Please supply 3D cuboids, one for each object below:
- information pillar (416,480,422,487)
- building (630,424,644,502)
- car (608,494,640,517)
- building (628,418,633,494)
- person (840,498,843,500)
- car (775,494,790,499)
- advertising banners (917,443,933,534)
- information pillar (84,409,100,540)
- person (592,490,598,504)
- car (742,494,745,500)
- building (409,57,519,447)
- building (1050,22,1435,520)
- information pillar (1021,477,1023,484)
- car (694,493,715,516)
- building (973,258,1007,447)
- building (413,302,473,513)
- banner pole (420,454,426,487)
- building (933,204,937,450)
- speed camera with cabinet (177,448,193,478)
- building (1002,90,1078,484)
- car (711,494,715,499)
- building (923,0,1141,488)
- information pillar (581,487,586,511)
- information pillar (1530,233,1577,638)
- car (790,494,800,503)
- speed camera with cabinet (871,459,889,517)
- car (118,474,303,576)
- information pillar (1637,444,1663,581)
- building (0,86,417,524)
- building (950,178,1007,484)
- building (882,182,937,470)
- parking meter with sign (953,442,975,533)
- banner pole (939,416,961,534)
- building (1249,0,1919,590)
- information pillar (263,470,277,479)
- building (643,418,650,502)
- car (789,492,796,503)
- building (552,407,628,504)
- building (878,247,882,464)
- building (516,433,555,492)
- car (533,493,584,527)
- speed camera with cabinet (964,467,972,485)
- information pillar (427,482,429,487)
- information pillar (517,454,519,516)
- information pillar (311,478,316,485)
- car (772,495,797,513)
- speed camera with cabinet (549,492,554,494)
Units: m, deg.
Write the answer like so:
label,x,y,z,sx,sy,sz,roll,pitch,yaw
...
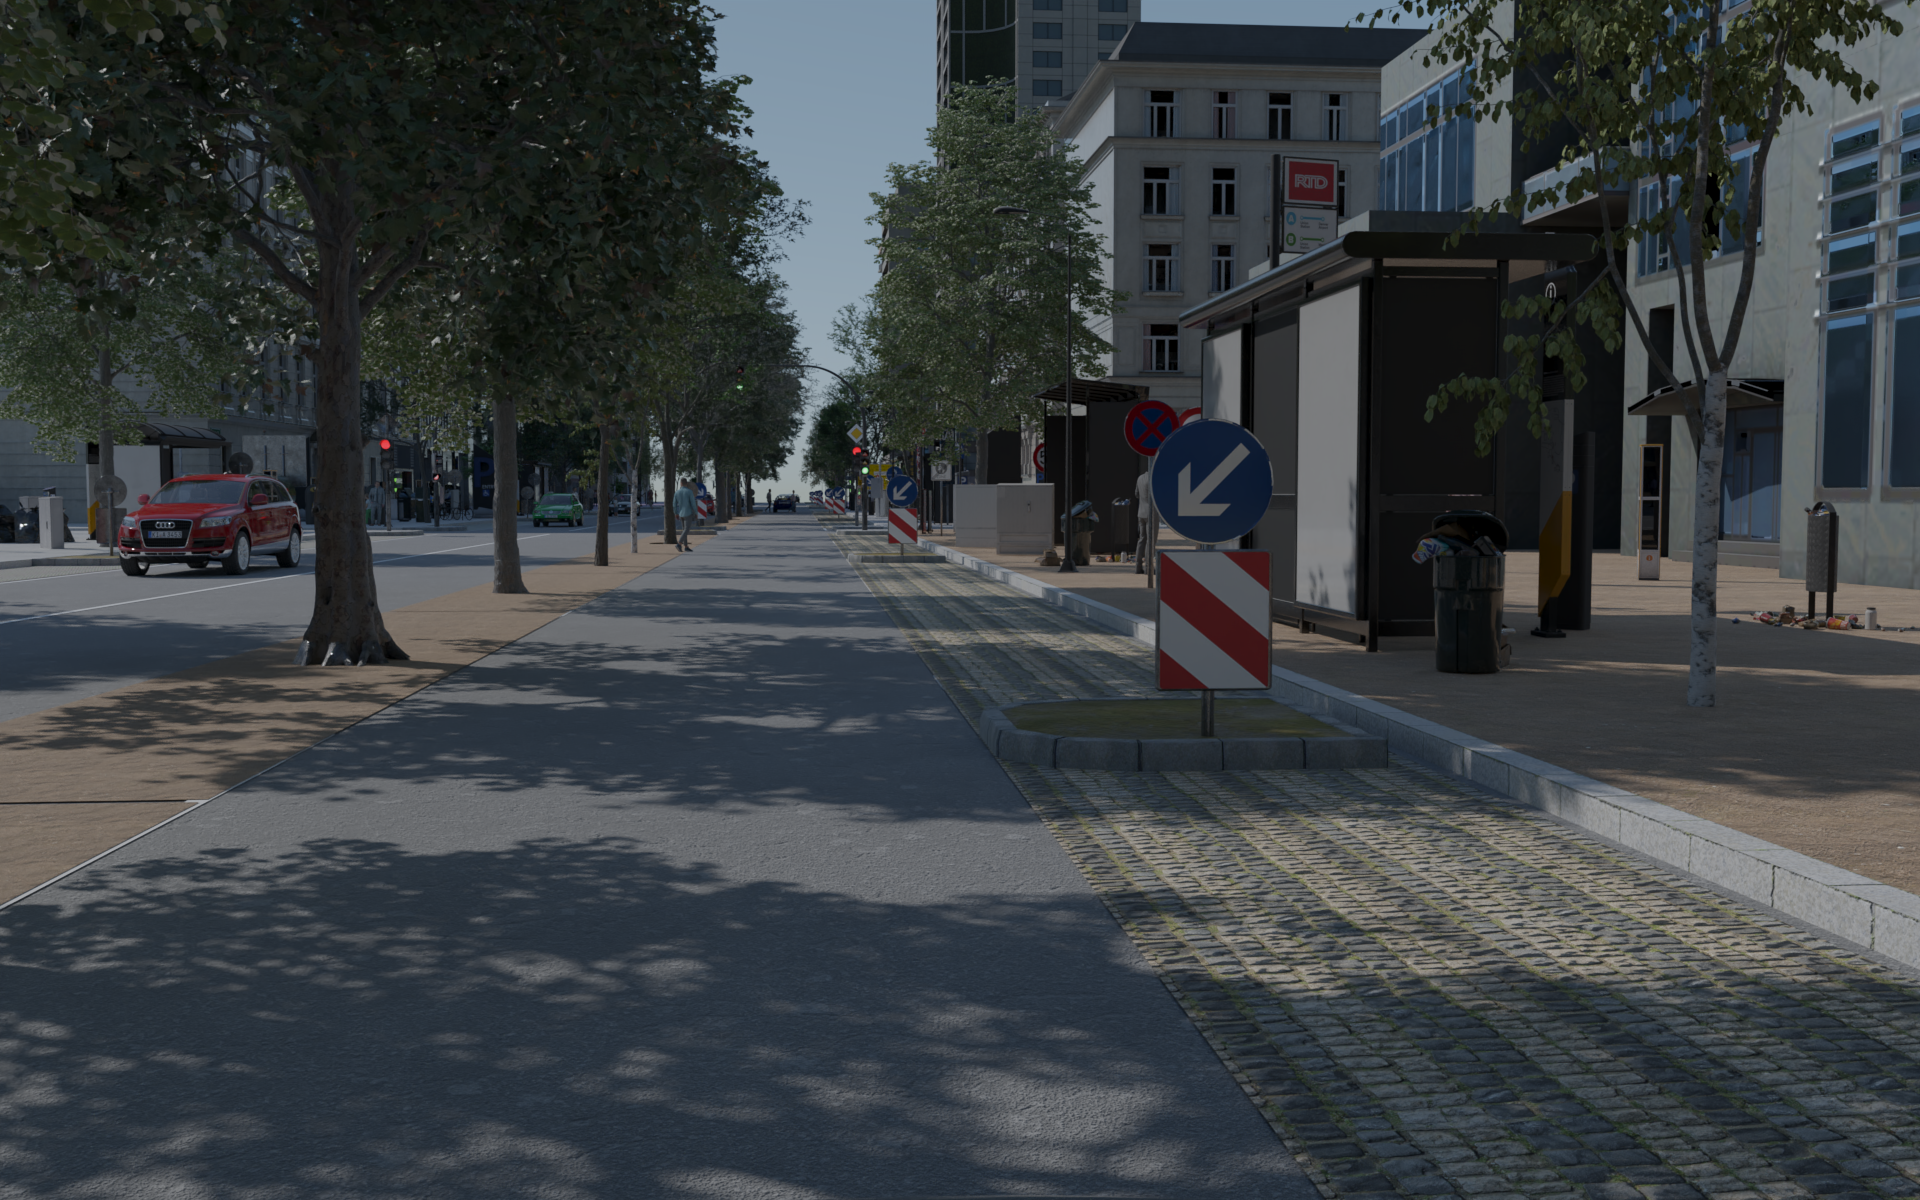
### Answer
label,x,y,z,sx,sy,sz,roll,pitch,yaw
information pillar,-28.104,-5.229,89.990,0.304,2.012,0.304,-1,4,-22
building,-58.540,-30.927,277.358,14.160,30.474,14.107,0,4,-5
car,-21.588,-6.210,111.319,2.009,1.686,4.222,0,4,-4
building,-57.442,-37.446,262.354,14.600,45.320,14.200,0,4,-5
person,-12.318,-10.676,180.561,1.348,1.831,0.705,-3,5,-44
car,-19.146,-10.915,188.684,2.015,1.641,3.980,0,4,-5
advertising banners,-1.149,-3.639,55.680,0.090,3.025,2.074,1,4,13
information pillar,-24.068,-3.473,48.142,0.183,3.616,0.504,1,4,23
person,-48.234,-13.723,230.043,1.348,1.869,0.705,-1,4,-23
car,-29.410,-13.863,238.458,2.131,1.459,4.920,0,4,-6
building,-51.840,-32.731,154.754,23.786,49.044,30.456,0,4,-5
building,20.456,-15.547,87.475,30.059,22.955,16.112,0,4,-5
information pillar,2.562,-4.314,75.023,0.304,2.012,0.304,0,4,-4
car,-17.453,-6.595,116.863,2.155,1.783,4.494,0,4,-6
building,7.489,-18.263,134.763,11.583,22.565,21.152,0,4,-5
building,-44.118,-18.968,128.146,12.078,24.808,19.932,0,4,-5
banner pole,-33.474,-7.221,108.072,0.401,3.779,0.863,1,4,14
building,9.980,-31.137,200.978,32.217,40.220,23.993,0,4,-5
speed camera with cabinet,-31.985,-4.727,71.623,0.660,3.252,2.038,-2,4,-24
building,10.428,-19.864,112.169,14.401,28.519,23.554,0,4,-5
car,-31.623,-12.665,216.865,2.009,1.686,4.222,0,4,-5
building,6.379,-45.204,177.339,20.563,71.187,20.611,0,4,-5
information pillar,-29.229,-7.948,134.439,0.304,2.012,0.304,0,4,8
information pillar,5.306,-1.471,15.410,0.183,3.616,0.504,0,4,-5
car,-26.066,-16.067,272.481,2.009,1.686,4.222,0,4,-6
speed camera with cabinet,-4.510,-6.301,97.360,0.660,3.252,2.038,1,4,11
car,-13.832,-1.439,32.205,2.281,1.827,5.304,0,4,-5
information pillar,10.245,-1.299,25.725,0.304,2.012,0.304,1,4,17
building,-42.704,-19.521,95.579,17.030,29.872,44.131,0,4,-5
building,5.892,-23.819,161.134,14.160,30.474,14.107,0,4,-5
building,-0.760,-39.218,264.912,21.300,48.544,21.600,0,4,-5
parking meter with sign,0.007,-3.758,57.711,0.543,3.016,1.738,-1,4,-10
banner pole,-0.223,-4.018,55.713,0.863,3.779,0.401,0,4,2
building,20.846,-44.065,33.137,22.319,86.520,31.000,0,4,-5
information pillar,-21.219,-2.987,53.322,0.304,2.012,0.304,1,4,11
building,-60.011,-37.194,291.717,14.154,41.232,14.086,0,4,-5
car,-27.630,-16.705,282.710,1.945,1.707,3.694,0,4,-4
building,-58.727,-37.896,243.300,21.300,48.544,21.600,0,4,-5
building,-2.392,-38.871,290.172,22.147,44.769,28.867,0,4,-5
building,-49.753,-32.253,177.447,14.600,45.320,14.200,0,4,-5
car,-17.753,-4.145,76.565,1.959,1.807,4.718,0,4,-5
speed camera with cabinet,1.009,-8.189,128.221,2.038,3.252,0.660,2,4,35
information pillar,-31.712,-6.026,103.015,0.304,2.012,0.304,-1,4,-10
information pillar,-26.744,-6.885,103.927,0.183,3.616,0.504,3,5,39
information pillar,-28.691,-4.434,76.993,0.304,2.012,0.304,-1,4,-21
car,-13.684,-7.494,135.110,1.945,1.354,3.894,0,4,-4
speed camera with cabinet,-28.126,-7.401,115.348,2.038,3.252,0.660,-1,4,-15
